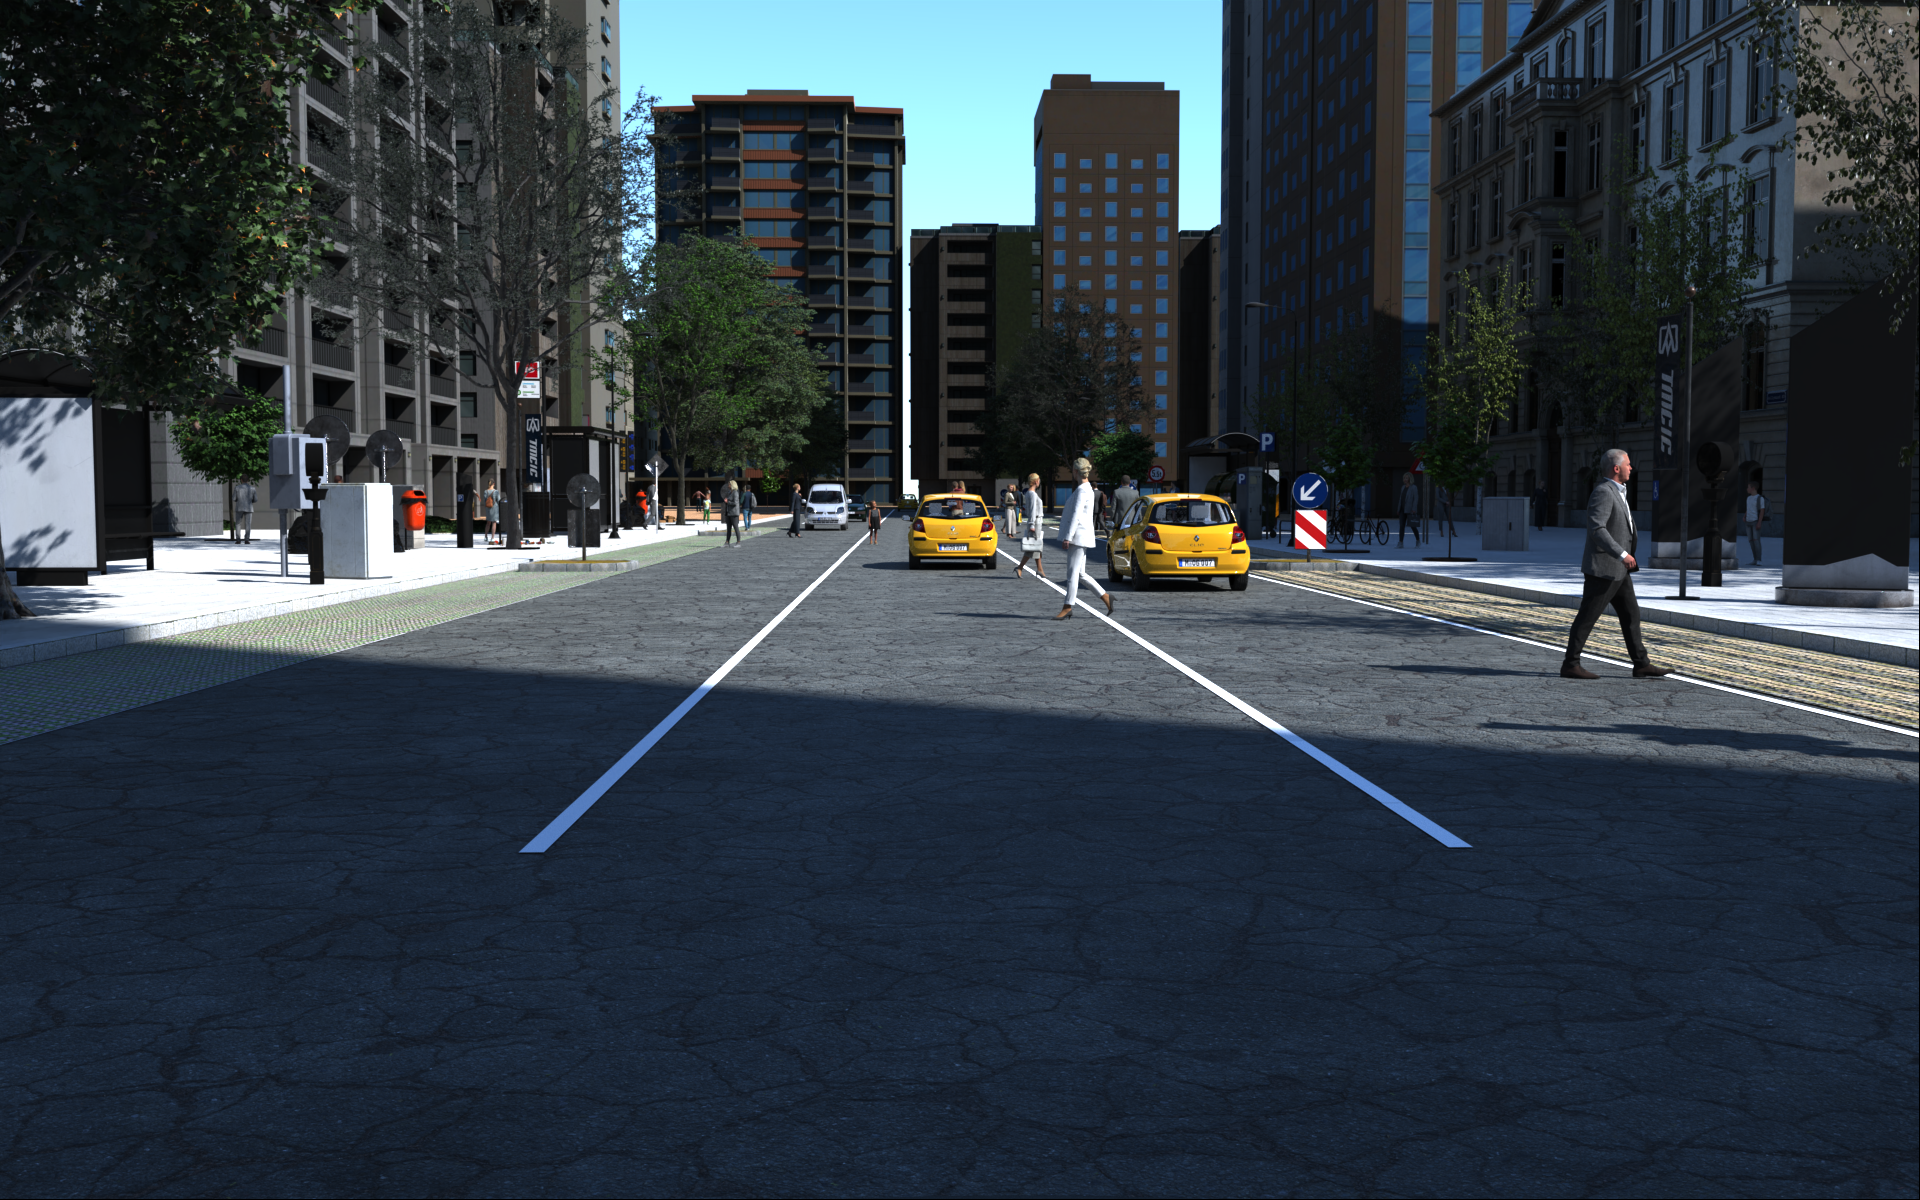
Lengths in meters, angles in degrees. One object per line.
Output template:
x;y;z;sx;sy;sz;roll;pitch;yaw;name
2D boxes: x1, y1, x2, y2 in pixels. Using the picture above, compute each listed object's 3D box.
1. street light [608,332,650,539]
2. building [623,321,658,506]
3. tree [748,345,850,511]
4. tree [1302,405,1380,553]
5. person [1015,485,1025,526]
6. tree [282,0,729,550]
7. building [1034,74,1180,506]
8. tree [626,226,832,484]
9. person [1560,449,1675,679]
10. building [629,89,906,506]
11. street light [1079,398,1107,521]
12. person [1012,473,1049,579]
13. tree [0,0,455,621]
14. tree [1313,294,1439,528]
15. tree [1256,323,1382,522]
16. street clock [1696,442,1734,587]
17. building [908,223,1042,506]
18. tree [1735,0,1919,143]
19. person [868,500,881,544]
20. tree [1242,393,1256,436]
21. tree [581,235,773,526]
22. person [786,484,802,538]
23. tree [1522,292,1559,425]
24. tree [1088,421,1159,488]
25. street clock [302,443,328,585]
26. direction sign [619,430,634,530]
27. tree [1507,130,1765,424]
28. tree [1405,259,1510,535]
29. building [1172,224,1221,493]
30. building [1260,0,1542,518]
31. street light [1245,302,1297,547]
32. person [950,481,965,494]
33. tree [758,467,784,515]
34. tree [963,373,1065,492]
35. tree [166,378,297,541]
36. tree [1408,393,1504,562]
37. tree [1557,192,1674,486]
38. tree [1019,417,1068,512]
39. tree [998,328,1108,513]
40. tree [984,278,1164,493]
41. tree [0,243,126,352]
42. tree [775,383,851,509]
-9.435;-4.726;49.813;1.470;5.913;1.316;0;4;-2;street light
-49.686;-21.327;193.737;28.899;21.520;27.650;0;4;-2;building
-12.654;-13.018;130.963;7.486;12.596;7.792;0;3;0;tree
8.331;-2.649;37.911;1.663;3.219;1.824;0;3;0;tree
2.506;-4.170;76.672;0.794;1.824;0.713;-2;4;-27;person
-10.428;-7.921;39.874;12.009;13.543;11.850;0;3;0;tree
15.607;-32.925;188.440;14.200;45.320;14.600;0;4;-2;building
-10.873;-10.748;82.377;9.857;13.997;8.962;0;3;0;tree
5.092;-0.274;13.370;0.834;1.777;0.661;1;4;22;person
-20.401;-32.778;190.545;28.867;44.769;22.147;0;4;-2;building
6.420;-6.785;83.476;1.470;5.913;1.316;0;4;-2;street light
1.198;-1.247;29.238;0.624;1.780;0.694;0;4;3;person
-10.093;-6.140;17.403;9.611;12.733;9.660;0;3;0;tree
15.273;-6.973;64.365;4.360;8.622;3.978;0;3;0;tree
16.147;-7.608;74.756;4.737;8.622;4.395;0;3;0;tree
10.439;-1.188;23.995;0.358;2.002;0.471;-1;4;-20;street clock
1.481;-25.442;187.684;14.107;30.474;14.160;0;4;-2;building
9.546;-4.005;15.843;4.360;8.622;3.978;0;3;0;tree
-2.441;-2.223;49.513;0.362;1.253;0.373;-1;4;-13;person
15.605;-8.034;81.722;4.737;8.622;4.395;0;3;0;tree
-11.461;-8.853;70.507;9.928;11.665;9.643;0;3;0;tree
-5.437;-2.945;57.066;0.534;1.772;0.576;-1;4;-15;person
17.997;-6.002;48.495;4.360;8.622;3.978;0;3;0;tree
7.409;-5.783;78.258;4.285;4.588;4.351;0;3;0;tree
-9.143;-1.224;24.576;0.358;2.002;0.471;-1;4;-18;street clock
-11.908;-4.280;61.972;0.379;3.537;0.876;1;4;23;direction sign
13.938;-5.138;34.373;4.737;8.622;4.395;0;3;0;tree
16.395;-6.387;54.797;4.737;8.622;4.395;0;3;0;tree
30.065;-25.489;188.443;14.107;30.474;14.160;0;4;-2;building
27.609;-28.156;110.467;14.600;45.320;14.200;0;4;-2;building
7.609;-4.258;42.158;1.470;5.913;1.316;0;4;-2;street light
-0.032;-2.682;52.331;0.573;1.828;0.580;2;4;28;person
-12.121;-6.972;108.600;1.663;3.219;1.824;0;3;0;tree
5.435;-14.685;157.113;9.611;12.733;9.660;0;3;0;tree
-20.062;-3.921;47.818;4.285;4.588;4.351;0;3;0;tree
9.541;-2.359;33.164;1.663;3.219;1.824;0;3;0;tree
17.504;-5.568;41.401;4.360;8.622;3.978;0;3;0;tree
6.636;-10.803;126.997;4.737;8.622;4.395;0;3;0;tree
6.522;-12.180;117.268;7.486;12.596;7.792;0;3;0;tree
6.493;-11.578;99.663;12.009;13.543;11.850;0;3;0;tree
-19.743;-5.414;38.884;4.360;8.622;3.978;0;3;0;tree
-12.714;-12.853;144.560;8.767;10.594;7.601;1;4;20;tree
